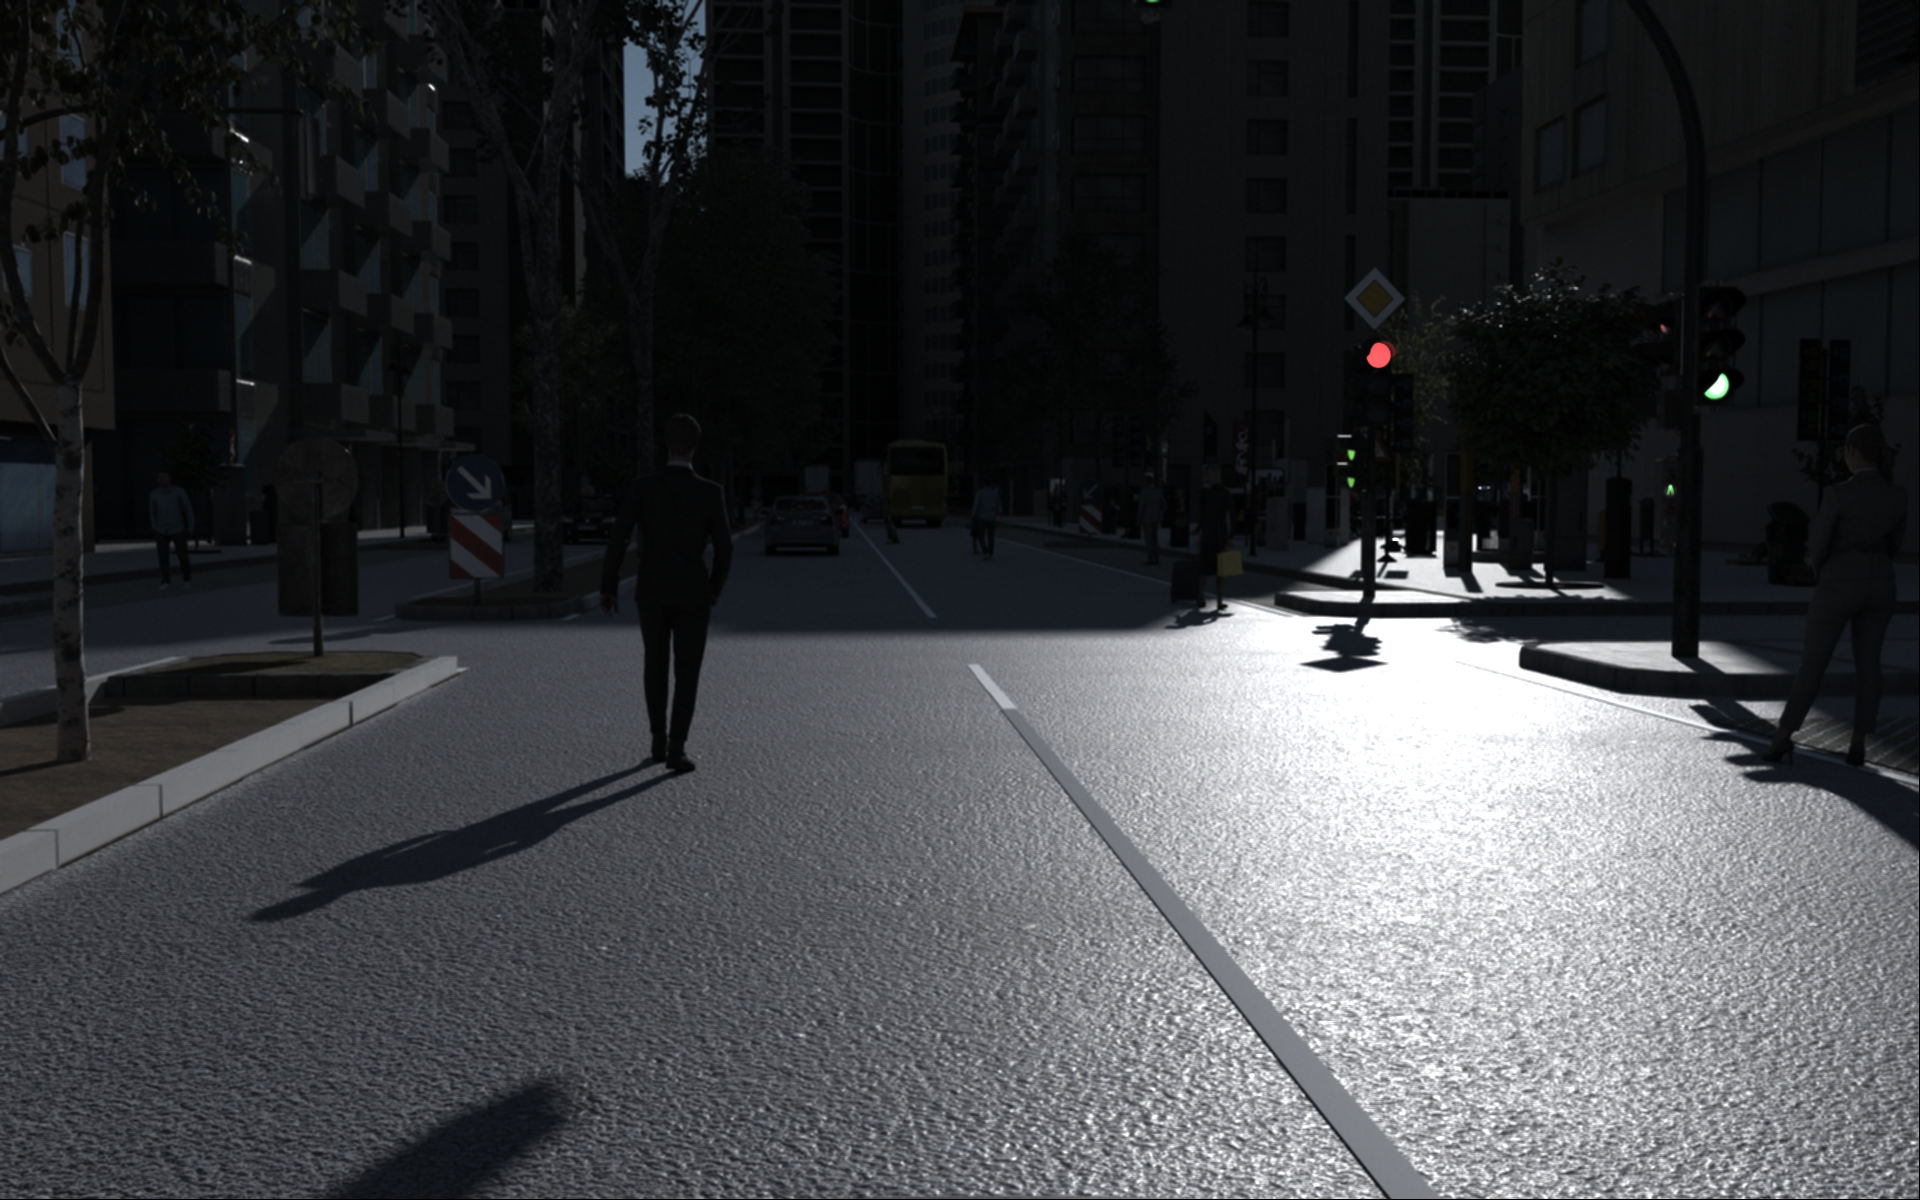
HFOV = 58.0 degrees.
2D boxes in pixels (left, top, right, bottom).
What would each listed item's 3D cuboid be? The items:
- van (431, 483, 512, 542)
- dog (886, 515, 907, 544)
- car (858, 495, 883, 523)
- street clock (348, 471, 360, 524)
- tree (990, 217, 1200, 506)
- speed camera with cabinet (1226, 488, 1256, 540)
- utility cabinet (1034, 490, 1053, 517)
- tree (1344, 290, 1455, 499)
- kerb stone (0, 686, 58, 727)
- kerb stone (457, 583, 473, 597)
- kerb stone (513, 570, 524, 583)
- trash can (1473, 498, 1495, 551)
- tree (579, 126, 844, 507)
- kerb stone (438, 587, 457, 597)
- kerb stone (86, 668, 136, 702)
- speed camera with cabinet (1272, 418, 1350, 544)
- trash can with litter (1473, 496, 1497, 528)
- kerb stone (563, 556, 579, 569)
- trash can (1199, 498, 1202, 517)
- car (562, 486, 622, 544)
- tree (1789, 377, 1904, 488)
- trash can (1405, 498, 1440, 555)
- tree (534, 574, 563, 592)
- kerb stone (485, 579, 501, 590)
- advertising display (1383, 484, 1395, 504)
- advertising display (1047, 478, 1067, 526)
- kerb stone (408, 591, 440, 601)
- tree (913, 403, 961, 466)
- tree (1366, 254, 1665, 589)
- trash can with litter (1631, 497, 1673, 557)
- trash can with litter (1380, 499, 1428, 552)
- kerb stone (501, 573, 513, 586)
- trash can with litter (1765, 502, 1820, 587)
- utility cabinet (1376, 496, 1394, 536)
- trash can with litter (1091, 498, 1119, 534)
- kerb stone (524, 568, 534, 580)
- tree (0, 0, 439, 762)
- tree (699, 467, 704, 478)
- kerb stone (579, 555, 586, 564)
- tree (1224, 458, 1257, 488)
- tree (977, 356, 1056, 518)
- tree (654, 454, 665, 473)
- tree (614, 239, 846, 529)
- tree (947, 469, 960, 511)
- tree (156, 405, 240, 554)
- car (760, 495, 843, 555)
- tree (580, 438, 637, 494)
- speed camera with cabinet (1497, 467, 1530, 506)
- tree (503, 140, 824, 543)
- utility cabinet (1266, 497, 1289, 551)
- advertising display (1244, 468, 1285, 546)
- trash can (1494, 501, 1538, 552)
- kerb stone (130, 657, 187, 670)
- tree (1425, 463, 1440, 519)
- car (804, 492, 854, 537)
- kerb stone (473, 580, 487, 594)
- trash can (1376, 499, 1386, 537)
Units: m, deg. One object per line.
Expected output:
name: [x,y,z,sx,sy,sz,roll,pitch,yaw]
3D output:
van: [-14.271,-2.670,50.674,2.013,2.044,4.112,0,4,-3]
dog: [-1.825,-2.021,49.884,0.800,0.831,0.513,-1,4,-22]
car: [-4.057,-4.548,86.356,2.014,1.417,4.499,0,4,-6]
street clock: [-17.372,-2.747,49.487,0.471,2.002,0.358,2,4,27]
tree: [4.521,-7.621,59.009,7.601,10.594,8.767,0,4,-4]
speed camera with cabinet: [8.525,-3.343,48.997,2.038,3.252,0.660,0,4,3]
utility cabinet: [4.693,-5.335,95.899,1.173,1.500,0.318,-1,4,-16]
tree: [15.981,-6.816,61.810,4.360,8.622,3.978,0,3,0]
kerb stone: [-5.962,0.680,11.084,0.120,0.150,1.000,0,4,-4]
kerb stone: [-6.910,-0.101,23.855,0.120,0.150,1.000,0,4,-4]
kerb stone: [-7.224,-0.351,27.936,0.120,0.150,1.000,0,4,-4]
trash can: [11.439,-1.567,37.273,0.748,1.137,0.748,0,3,0]
tree: [-8.594,-9.288,60.977,9.857,13.997,8.962,0,3,0]
kerb stone: [-6.831,-0.039,22.825,0.120,0.150,1.000,0,4,-4]
kerb stone: [-6.038,0.617,12.103,0.120,0.150,1.000,0,4,-4]
speed camera with cabinet: [9.107,-3.087,44.803,0.660,3.252,2.038,-3,5,-40]
trash can with litter: [20.687,-3.338,65.629,2.233,1.210,1.678,3,5,42]
kerb stone: [-7.681,-0.727,34.080,0.120,0.150,1.000,0,4,-4]
trash can: [9.238,-3.232,64.494,0.748,1.137,0.748,0,3,0]
car: [-10.726,-2.510,50.831,2.009,1.686,4.222,0,4,-6]
tree: [14.596,-2.045,28.032,1.663,3.219,1.824,0,3,0]
trash can: [9.832,-1.542,36.860,0.748,1.137,0.748,0,3,0]
tree: [-7.290,-10.222,25.480,12.611,20.169,13.585,0,3,0]
kerb stone: [-7.061,-0.226,25.894,0.120,0.150,1.000,0,4,-4]
advertising display: [24.229,-5.656,97.688,0.974,1.923,0.123,1,4,10]
advertising display: [3.901,-3.943,69.675,0.974,1.923,0.123,-3,5,-41]
kerb stone: [-6.760,0.024,21.803,0.120,0.150,1.000,0,4,-4]
tree: [-1.779,-11.601,140.031,4.360,8.622,3.978,0,3,0]
tree: [8.108,-2.455,23.858,4.285,4.588,4.351,0,3,0]
trash can with litter: [14.242,-1.529,36.055,1.678,1.210,2.233,0,4,-2]
trash can with litter: [9.959,-1.666,38.627,1.055,1.170,0.624,0,4,-7]
kerb stone: [-7.140,-0.288,26.913,0.120,0.150,1.000,0,4,-4]
trash can with litter: [11.790,-0.794,24.369,0.624,1.170,1.055,0,4,0]
utility cabinet: [13.086,-2.620,53.999,0.306,1.237,1.020,-1,4,-23]
trash can with litter: [4.518,-2.671,55.052,1.055,1.170,0.624,0,4,1]
kerb stone: [-7.302,-0.409,28.972,0.120,0.150,1.000,0,4,-4]
tree: [-4.782,-3.452,9.253,4.360,8.622,3.978,0,3,0]
tree: [-25.557,-10.969,163.059,4.285,4.588,4.351,0,3,0]
kerb stone: [-7.757,-0.790,35.105,0.120,0.150,1.000,0,4,-4]
tree: [12.054,-4.885,74.469,1.663,3.219,1.824,0,3,0]
tree: [2.968,-8.682,92.310,4.360,8.622,3.978,0,3,0]
tree: [-21.564,-8.166,117.222,4.285,4.588,4.351,0,3,0]
tree: [-9.509,-9.271,71.045,9.611,12.733,9.660,0,3,0]
tree: [-0.786,-8.371,131.468,1.663,3.219,1.824,0,3,0]
tree: [-16.497,-2.631,37.620,1.663,3.219,1.824,0,3,0]
car: [-3.818,-1.820,41.761,2.014,1.417,4.499,0,4,-5]
tree: [-20.385,-7.161,100.788,4.285,4.588,4.351,0,3,0]
speed camera with cabinet: [17.751,-3.666,54.278,2.038,3.252,0.660,-2,4,-32]
tree: [-7.705,-7.464,50.243,9.928,11.665,9.643,0,3,0]
utility cabinet: [7.198,-1.726,39.379,0.306,1.237,1.020,0,4,-3]
advertising display: [7.439,-2.273,42.376,0.974,1.923,0.123,0,4,2]
trash can: [11.518,-1.471,35.700,0.748,1.137,0.748,0,3,0]
kerb stone: [-6.104,0.555,13.125,0.120,0.150,1.000,0,4,-4]
tree: [23.592,-5.715,88.039,1.663,3.219,1.824,0,3,0]
car: [-4.668,-3.033,58.634,2.155,1.783,4.494,0,4,-4]
kerb stone: [-6.989,-0.164,24.874,0.120,0.150,1.000,0,4,-4]
trash can: [12.453,-2.472,52.073,0.748,1.137,0.748,0,3,0]
